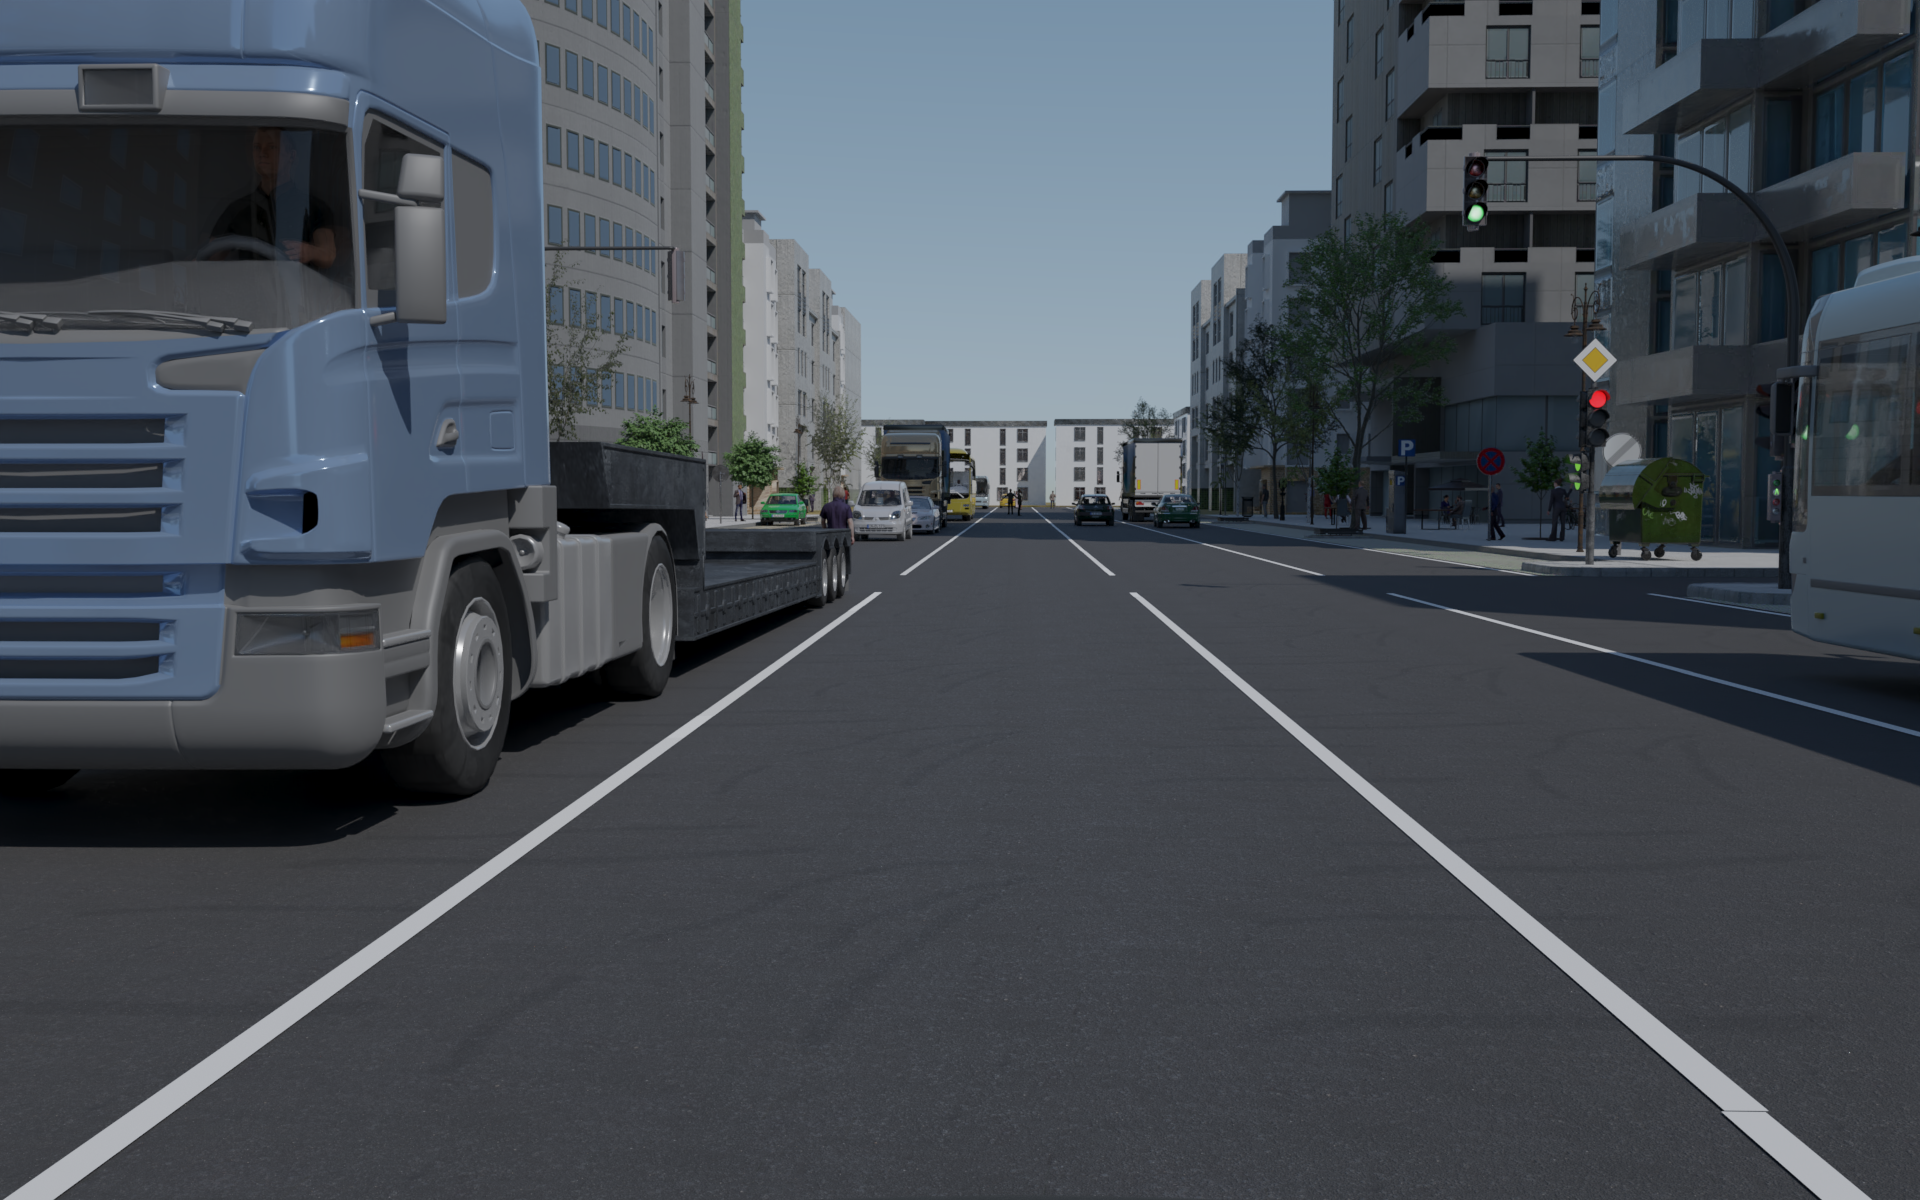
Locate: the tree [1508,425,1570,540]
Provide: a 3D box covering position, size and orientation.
[{"bbox_3d":[16.187,-3.302,48.596,1.663,3.219,1.824,0,3,0],"label":"tree"}]

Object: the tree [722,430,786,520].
[{"bbox_3d":[-10.438,-6.368,87.824,4.285,4.588,4.351,0,3,0],"label":"tree"}]

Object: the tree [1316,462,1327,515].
[{"bbox_3d":[21.799,-6.690,103.975,1.663,3.219,1.824,0,3,0],"label":"tree"}]

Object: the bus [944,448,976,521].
[{"bbox_3d":[-0.501,-6.361,95.545,2.896,3.916,12.252,0,4,2],"label":"bus"}]

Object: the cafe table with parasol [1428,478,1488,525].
[{"bbox_3d":[21.148,-4.181,73.217,2.610,1.966,2.610,1,4,19],"label":"cafe table with parasol"}]

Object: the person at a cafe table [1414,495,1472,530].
[{"bbox_3d":[17.573,-3.151,62.386,1.698,1.238,1.726,-3,5,-39],"label":"person at a cafe table"}]

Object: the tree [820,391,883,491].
[{"bbox_3d":[-8.738,-10.639,124.316,4.737,8.622,4.395,0,3,0],"label":"tree"}]

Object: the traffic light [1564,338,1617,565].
[{"bbox_3d":[11.411,-2.594,31.330,0.839,4.253,0.868,0,4,2],"label":"traffic light"}]

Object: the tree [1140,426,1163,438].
[{"bbox_3d":[19.259,-13.970,178.766,4.737,8.622,4.395,0,3,0],"label":"tree"}]

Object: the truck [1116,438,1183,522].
[{"bbox_3d":[10.055,-6.326,92.338,2.839,4.237,11.283,0,4,2],"label":"truck"}]

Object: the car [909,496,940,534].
[{"bbox_3d":[-1.752,-3.095,62.958,2.083,1.381,4.827,0,4,3],"label":"car"}]

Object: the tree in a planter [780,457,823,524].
[{"bbox_3d":[-7.597,-5.300,83.879,1.991,3.239,1.994,0,4,2],"label":"tree in a planter"}]

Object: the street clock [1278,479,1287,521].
[{"bbox_3d":[15.582,-4.838,83.667,0.358,2.002,0.471,3,5,40],"label":"street clock"}]

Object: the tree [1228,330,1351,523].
[{"bbox_3d":[15.324,-7.742,76.936,4.737,8.622,4.395,0,3,0],"label":"tree"}]

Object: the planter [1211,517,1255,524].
[{"bbox_3d":[13.147,-3.824,83.655,1.991,0.319,1.994,0,4,2],"label":"planter"}]

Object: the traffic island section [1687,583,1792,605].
[{"bbox_3d":[11.192,-0.072,23.461,2.009,0.180,2.903,0,4,2],"label":"traffic island section"}]

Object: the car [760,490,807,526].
[{"bbox_3d":[-8.028,-4.285,78.850,1.959,1.807,4.718,0,4,1],"label":"car"}]

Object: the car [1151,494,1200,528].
[{"bbox_3d":[9.325,-3.840,74.583,2.131,1.459,4.920,0,4,4],"label":"car"}]

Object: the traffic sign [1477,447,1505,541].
[{"bbox_3d":[14.431,-2.878,47.167,0.768,2.556,0.104,0,4,3],"label":"traffic sign"}]

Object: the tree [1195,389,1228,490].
[{"bbox_3d":[15.809,-9.101,99.167,4.737,8.622,4.395,0,3,0],"label":"tree"}]

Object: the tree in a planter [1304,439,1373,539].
[{"bbox_3d":[12.262,-3.612,56.281,1.991,3.239,1.994,0,4,2],"label":"tree in a planter"}]

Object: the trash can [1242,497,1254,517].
[{"bbox_3d":[15.882,-5.137,95.642,0.748,1.137,0.748,0,3,0],"label":"trash can"}]

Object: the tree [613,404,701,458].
[{"bbox_3d":[-11.077,-4.843,62.897,4.285,4.588,4.351,0,3,0],"label":"tree"}]

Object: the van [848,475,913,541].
[{"bbox_3d":[-2.424,-2.873,53.978,2.013,2.044,4.112,0,4,3],"label":"van"}]

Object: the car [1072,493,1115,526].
[{"bbox_3d":[6.134,-4.253,79.327,2.009,1.686,4.222,0,4,2],"label":"car"}]

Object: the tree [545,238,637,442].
[{"bbox_3d":[-11.720,-6.063,49.496,4.360,8.622,3.978,0,3,0],"label":"tree"}]

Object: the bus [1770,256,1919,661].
[{"bbox_3d":[7.554,-0.799,7.929,2.948,3.499,13.247,0,4,2],"label":"bus"}]

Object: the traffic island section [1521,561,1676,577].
[{"bbox_3d":[11.451,-0.560,31.442,2.009,0.180,2.903,0,4,2],"label":"traffic island section"}]

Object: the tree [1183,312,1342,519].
[{"bbox_3d":[16.063,-9.487,89.530,7.601,10.594,8.767,0,4,0],"label":"tree"}]

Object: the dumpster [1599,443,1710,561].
[{"bbox_3d":[13.592,-1.923,33.928,1.502,2.255,1.985,0,4,2],"label":"dumpster"}]

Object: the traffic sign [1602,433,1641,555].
[{"bbox_3d":[13.792,-2.206,36.169,0.768,2.556,0.104,1,4,11],"label":"traffic sign"}]

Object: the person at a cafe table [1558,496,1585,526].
[{"bbox_3d":[25.033,-3.623,70.097,1.726,1.238,1.698,2,4,32],"label":"person at a cafe table"}]

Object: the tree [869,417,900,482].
[{"bbox_3d":[-7.501,-13.211,166.367,4.360,8.622,3.978,0,3,0],"label":"tree"}]

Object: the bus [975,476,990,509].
[{"bbox_3d":[1.516,-10.610,168.333,2.948,3.499,13.247,0,4,2],"label":"bus"}]

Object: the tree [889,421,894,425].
[{"bbox_3d":[-7.602,-13.801,176.010,4.737,8.622,4.395,0,3,0],"label":"tree"}]

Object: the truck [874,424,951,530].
[{"bbox_3d":[-1.809,-5.087,72.086,2.839,4.237,11.283,0,4,2],"label":"truck"}]

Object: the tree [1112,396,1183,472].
[{"bbox_3d":[17.997,-14.109,165.099,7.601,10.594,8.767,0,4,7],"label":"tree"}]

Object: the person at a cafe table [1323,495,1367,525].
[{"bbox_3d":[15.875,-3.849,71.440,1.698,1.524,1.622,1,4,20],"label":"person at a cafe table"}]

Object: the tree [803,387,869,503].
[{"bbox_3d":[-8.905,-10.292,118.644,4.360,8.622,3.978,0,3,0],"label":"tree"}]

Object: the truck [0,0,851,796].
[{"bbox_3d":[-3.161,-1.557,15.220,2.967,4.110,18.799,0,4,3],"label":"truck"}]

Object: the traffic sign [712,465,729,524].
[{"bbox_3d":[-10.340,-4.567,74.774,0.768,2.556,0.104,1,4,10],"label":"traffic sign"}]

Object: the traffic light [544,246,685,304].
[{"bbox_3d":[-7.466,-3.504,31.958,4.771,5.953,1.251,0,4,2],"label":"traffic light"}]

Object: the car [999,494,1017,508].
[{"bbox_3d":[4.926,-10.172,176.528,2.015,1.641,3.980,0,4,3],"label":"car"}]

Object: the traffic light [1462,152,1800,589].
[{"bbox_3d":[9.059,-2.973,23.275,4.771,5.953,1.251,0,4,2],"label":"traffic light"}]

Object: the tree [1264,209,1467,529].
[{"bbox_3d":[14.667,-8.419,63.414,9.928,11.665,9.643,0,3,0],"label":"tree"}]
